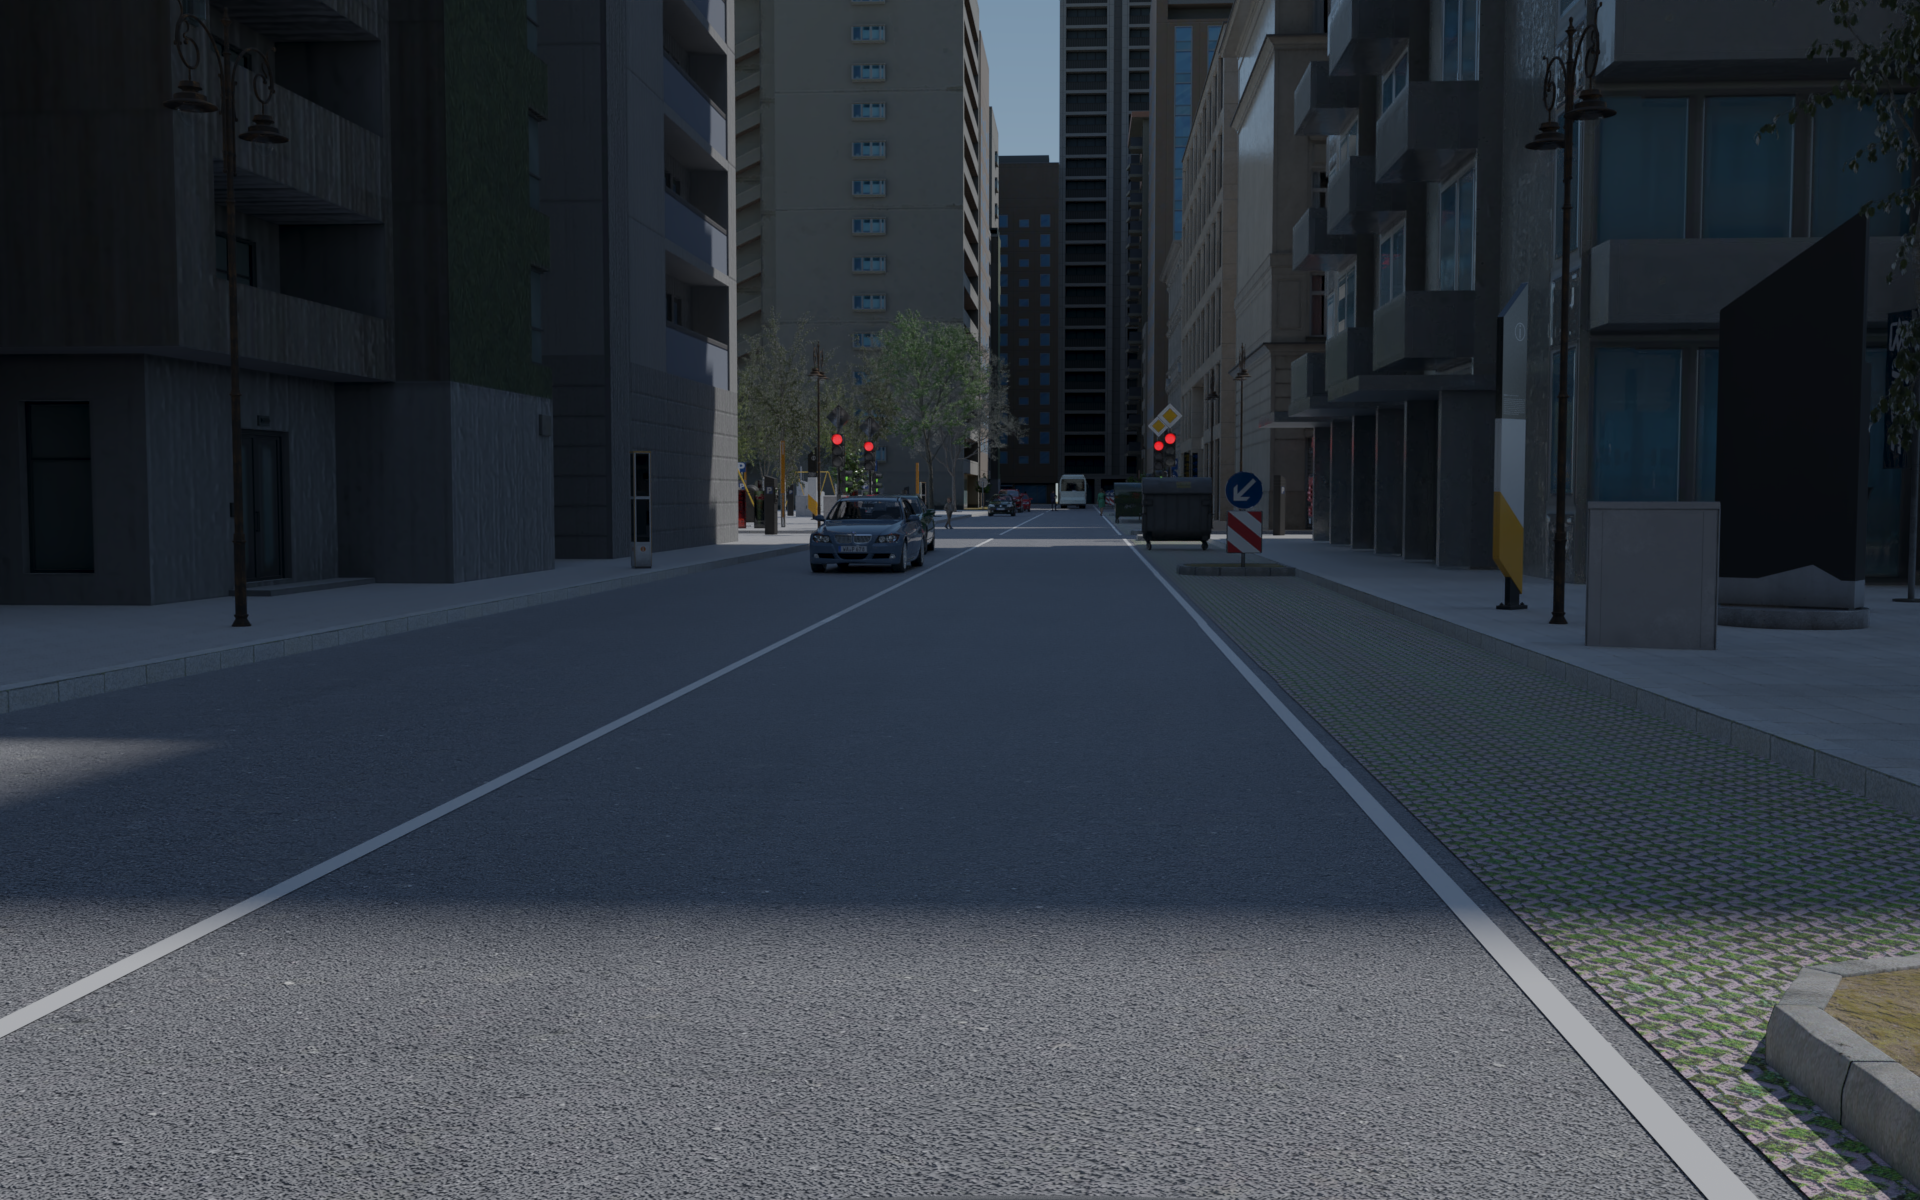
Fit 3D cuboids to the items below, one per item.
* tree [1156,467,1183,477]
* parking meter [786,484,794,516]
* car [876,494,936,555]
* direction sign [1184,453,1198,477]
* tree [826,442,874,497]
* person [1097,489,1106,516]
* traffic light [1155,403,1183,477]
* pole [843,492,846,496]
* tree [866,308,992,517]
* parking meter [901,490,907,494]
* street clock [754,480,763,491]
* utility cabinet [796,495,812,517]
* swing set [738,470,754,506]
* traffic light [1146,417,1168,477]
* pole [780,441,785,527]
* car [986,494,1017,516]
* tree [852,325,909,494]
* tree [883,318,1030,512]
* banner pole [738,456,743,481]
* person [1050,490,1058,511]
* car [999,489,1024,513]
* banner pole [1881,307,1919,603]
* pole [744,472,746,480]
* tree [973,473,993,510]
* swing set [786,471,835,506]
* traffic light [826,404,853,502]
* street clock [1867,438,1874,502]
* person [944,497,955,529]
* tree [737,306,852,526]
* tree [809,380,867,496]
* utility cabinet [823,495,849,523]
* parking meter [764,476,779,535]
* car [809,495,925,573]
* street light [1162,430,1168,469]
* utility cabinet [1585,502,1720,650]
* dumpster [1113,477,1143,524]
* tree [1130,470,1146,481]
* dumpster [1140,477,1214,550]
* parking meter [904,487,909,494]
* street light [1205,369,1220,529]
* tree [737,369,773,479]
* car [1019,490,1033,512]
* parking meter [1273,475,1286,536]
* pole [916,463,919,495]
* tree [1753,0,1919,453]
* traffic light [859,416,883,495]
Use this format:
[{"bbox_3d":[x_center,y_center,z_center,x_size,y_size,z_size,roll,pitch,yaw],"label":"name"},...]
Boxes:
[{"bbox_3d":[11.813,-6.290,97.435,1.663,3.219,1.824,0,3,0],"label":"tree"},{"bbox_3d":[-9.914,-5.832,101.061,0.399,1.863,0.255,-1,4,-19],"label":"parking meter"},{"bbox_3d":[-1.622,-1.882,42.568,2.131,1.459,4.920,0,4,3],"label":"car"},{"bbox_3d":[12.599,-6.277,94.627,0.876,3.537,0.379,-2,4,-24],"label":"direction sign"},{"bbox_3d":[-4.012,-4.253,64.131,1.663,3.219,1.824,0,3,0],"label":"tree"},{"bbox_3d":[9.264,-6.403,113.442,0.600,1.795,0.529,1,4,13],"label":"person"},{"bbox_3d":[6.455,-3.951,53.519,0.839,4.253,0.868,0,4,4],"label":"traffic light"},{"bbox_3d":[-5.714,-5.607,85.525,0.158,3.312,0.155,0,3,0],"label":"pole"},{"bbox_3d":[-1.768,-10.514,97.652,9.928,11.665,9.643,0,3,0],"label":"tree"},{"bbox_3d":[-3.547,-6.216,110.048,0.372,1.533,0.369,0,3,0],"label":"parking meter"},{"bbox_3d":[-10.442,-5.229,90.063,0.471,2.002,0.358,2,4,35],"label":"street clock"},{"bbox_3d":[-8.769,-5.294,97.726,1.020,1.237,0.306,1,4,22],"label":"utility cabinet"},{"bbox_3d":[-10.457,-4.768,75.577,2.862,2.851,3.119,1,4,11],"label":"swing set"},{"bbox_3d":[7.020,-4.438,61.484,0.839,4.253,0.868,0,4,4],"label":"traffic light"},{"bbox_3d":[-6.810,-4.448,66.562,0.158,3.312,0.155,0,3,0],"label":"pole"},{"bbox_3d":[2.715,-6.258,112.110,2.009,1.686,4.222,0,4,4],"label":"car"},{"bbox_3d":[-4.024,-7.683,75.974,4.360,8.622,3.978,0,3,0],"label":"tree"},{"bbox_3d":[-0.519,-12.947,122.059,12.009,13.543,11.850,0,3,0],"label":"tree"},{"bbox_3d":[-14.556,-7.640,114.923,0.401,3.779,0.863,1,4,22],"label":"banner pole"},{"bbox_3d":[7.958,-8.363,145.685,0.683,1.767,0.568,-3,5,-39],"label":"person"},{"bbox_3d":[3.805,-7.635,133.499,2.281,1.827,5.304,0,4,4],"label":"car"},{"bbox_3d":[11.314,-1.880,20.756,0.401,3.779,0.863,0,4,-5],"label":"banner pole"},{"bbox_3d":[-15.932,-8.236,128.508,0.158,3.312,0.155,0,3,0],"label":"pole"},{"bbox_3d":[2.092,-9.108,143.518,1.663,3.219,1.824,0,3,0],"label":"tree"},{"bbox_3d":[-10.399,-7.521,120.582,3.119,2.851,2.862,2,4,34],"label":"swing set"},{"bbox_3d":[-3.782,-3.994,54.225,0.839,4.253,0.868,0,4,4],"label":"traffic light"},{"bbox_3d":[9.832,-0.885,19.034,0.358,2.002,0.471,2,4,23],"label":"street clock"},{"bbox_3d":[-0.429,-3.552,70.848,0.475,1.303,0.640,-3,5,-41],"label":"person"},{"bbox_3d":[-6.763,-7.238,68.706,4.360,8.622,3.978,0,3,0],"label":"tree"},{"bbox_3d":[-7.715,-9.782,110.290,4.737,8.622,4.395,0,3,0],"label":"tree"},{"bbox_3d":[-5.131,-3.699,71.638,1.020,1.237,0.306,0,4,2],"label":"utility cabinet"},{"bbox_3d":[-5.942,-2.989,54.585,0.399,1.863,0.255,1,4,18],"label":"parking meter"},{"bbox_3d":[-1.712,-1.295,33.178,2.014,1.417,4.499,0,4,5],"label":"car"},{"bbox_3d":[11.802,-7.784,100.057,0.468,5.910,1.993,0,4,4],"label":"street light"},{"bbox_3d":[5.797,-0.205,14.509,1.020,1.237,0.306,2,4,24],"label":"utility cabinet"},{"bbox_3d":[8.412,-4.830,83.922,1.985,2.255,1.502,0,4,3],"label":"dumpster"},{"bbox_3d":[14.637,-8.796,138.421,1.663,3.219,1.824,0,3,0],"label":"tree"},{"bbox_3d":[5.536,-2.209,44.330,1.865,1.857,1.264,0,4,5],"label":"dumpster"},{"bbox_3d":[-4.161,-7.849,134.036,0.399,1.863,0.255,1,4,15],"label":"parking meter"},{"bbox_3d":[9.328,-5.589,64.160,0.468,5.910,1.993,0,4,4],"label":"street light"},{"bbox_3d":[-12.665,-9.041,98.181,4.737,8.622,4.395,0,3,0],"label":"tree"},{"bbox_3d":[4.806,-8.021,140.191,2.155,1.783,4.494,0,4,2],"label":"car"},{"bbox_3d":[9.870,-2.926,53.550,0.255,1.863,0.399,3,4,37],"label":"parking meter"},{"bbox_3d":[-2.784,-7.283,112.928,0.158,3.312,0.155,0,3,0],"label":"pole"},{"bbox_3d":[6.621,-3.706,10.950,4.360,8.622,3.978,0,3,0],"label":"tree"},{"bbox_3d":[-3.217,-4.481,62.190,0.839,4.253,0.868,0,4,4],"label":"traffic light"}]
